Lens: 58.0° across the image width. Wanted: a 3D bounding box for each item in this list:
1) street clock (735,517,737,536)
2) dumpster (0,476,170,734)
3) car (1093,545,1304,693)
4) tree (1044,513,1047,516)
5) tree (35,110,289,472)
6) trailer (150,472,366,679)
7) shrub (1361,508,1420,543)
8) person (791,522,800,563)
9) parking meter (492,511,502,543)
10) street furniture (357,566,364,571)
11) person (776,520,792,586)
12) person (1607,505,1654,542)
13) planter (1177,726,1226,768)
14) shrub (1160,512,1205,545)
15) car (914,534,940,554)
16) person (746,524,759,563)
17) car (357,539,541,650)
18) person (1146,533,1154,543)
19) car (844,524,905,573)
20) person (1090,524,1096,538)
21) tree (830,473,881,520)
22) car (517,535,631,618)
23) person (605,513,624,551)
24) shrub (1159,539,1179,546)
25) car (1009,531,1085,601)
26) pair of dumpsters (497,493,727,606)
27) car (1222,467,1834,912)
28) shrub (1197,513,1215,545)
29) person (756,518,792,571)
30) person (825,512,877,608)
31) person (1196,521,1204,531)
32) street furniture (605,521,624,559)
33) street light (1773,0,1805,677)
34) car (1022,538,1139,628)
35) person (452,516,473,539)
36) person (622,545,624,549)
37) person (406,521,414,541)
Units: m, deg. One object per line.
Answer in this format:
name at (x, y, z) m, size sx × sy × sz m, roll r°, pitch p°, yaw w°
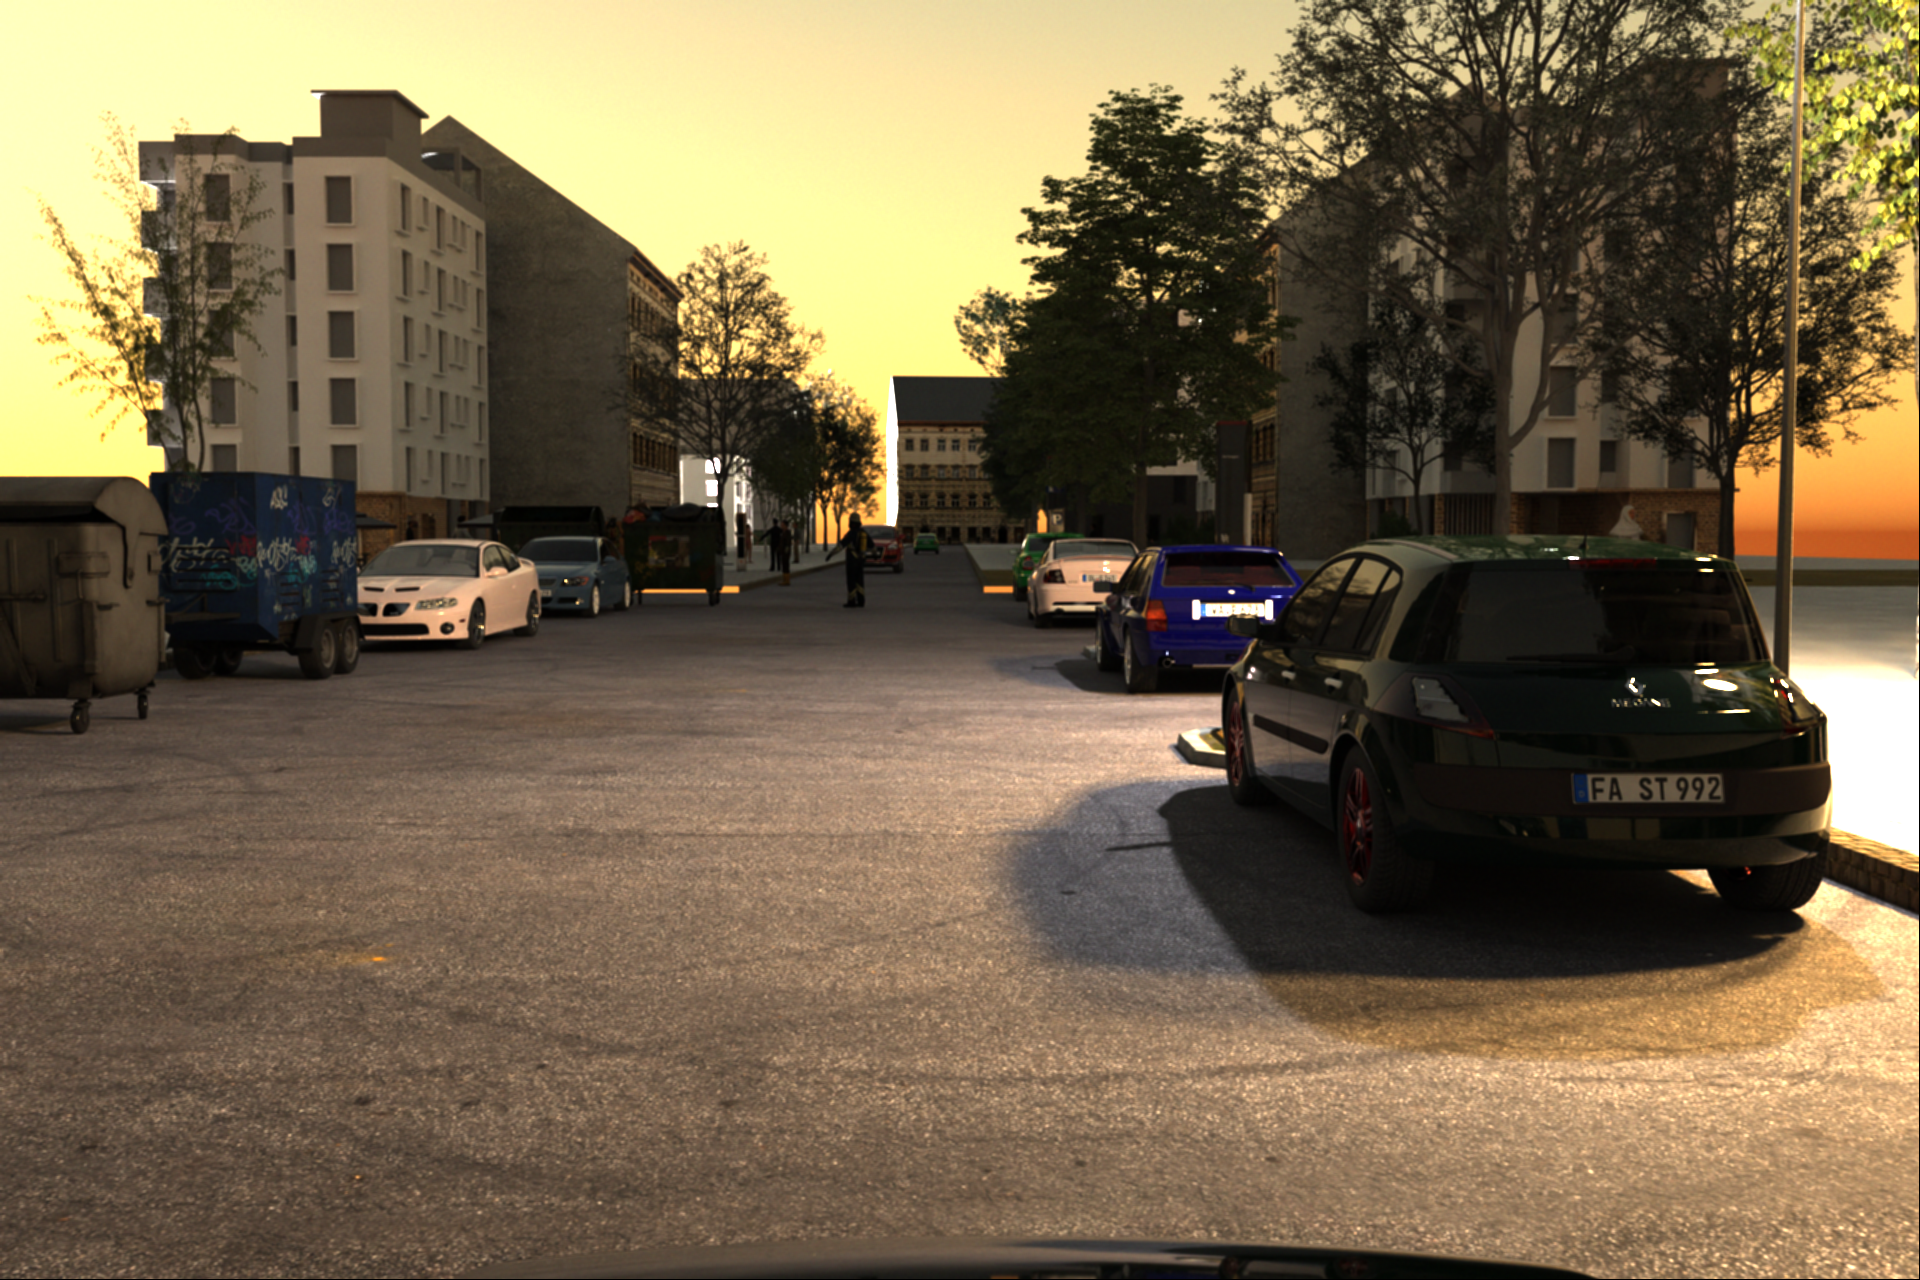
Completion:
street clock at (-7.675, -3.409, 60.303) m, size 0.358 × 2.002 × 0.471 m, roll 0°, pitch 4°, yaw 0°
dumpster at (-7.018, -0.283, 12.841) m, size 1.865 × 1.857 × 1.264 m, roll 0°, pitch 3°, yaw 0°
car at (2.327, -0.268, 16.960) m, size 1.945 × 1.354 × 3.894 m, roll 0°, pitch 4°, yaw -1°
tree at (13.362, -17.626, 238.548) m, size 4.737 × 8.622 × 4.395 m, roll 0°, pitch 3°, yaw 0°
tree at (-13.246, -4.882, 30.184) m, size 4.360 × 8.622 × 3.978 m, roll 0°, pitch 3°, yaw 0°
trailer at (-6.945, -0.588, 16.668) m, size 1.471 × 1.999 × 3.904 m, roll 0°, pitch 4°, yaw 0°
shrub at (12.131, -2.706, 48.657) m, size 1.690 × 2.028 × 1.600 m, roll 0°, pitch 3°, yaw 0°
person at (-7.264, -4.292, 76.448) m, size 0.705 × 1.796 × 1.348 m, roll -1°, pitch 4°, yaw -21°
parking meter at (-10.824, -2.152, 40.890) m, size 0.399 × 1.863 × 0.255 m, roll 0°, pitch 3°, yaw 0°
street furniture at (-16.937, -1.652, 42.639) m, size 5.734 × 0.657 × 10.072 m, roll -1°, pitch 4°, yaw -15°
person at (-4.886, -2.419, 48.153) m, size 0.704 × 1.812 × 1.346 m, roll -1°, pitch 4°, yaw -17°
person at (10.577, -1.254, 27.274) m, size 1.217 × 1.736 × 0.721 m, roll -1°, pitch 4°, yaw -20°
planter at (2.450, 0.605, 11.254) m, size 1.991 × 0.319 × 1.994 m, roll 0°, pitch 4°, yaw 1°
shrub at (7.131, -3.150, 55.927) m, size 1.690 × 2.028 × 1.600 m, roll 0°, pitch 3°, yaw 0°
car at (-2.392, -7.060, 124.233) m, size 1.959 × 1.807 × 4.718 m, roll 0°, pitch 4°, yaw 0°
person at (-9.359, -4.292, 76.971) m, size 1.217 × 1.733 × 0.721 m, roll 2°, pitch 4°, yaw 35°
car at (-6.884, -0.647, 22.935) m, size 2.083 × 1.381 × 4.827 m, roll 0°, pitch 3°, yaw 0°
person at (7.997, -4.223, 75.229) m, size 0.705 × 1.806 × 1.347 m, roll -1°, pitch 4°, yaw -21°
car at (-3.163, -3.427, 64.712) m, size 2.281 × 1.827 × 5.304 m, roll 0°, pitch 4°, yaw 0°
person at (5.993, -4.428, 79.116) m, size 0.721 × 1.740 × 1.216 m, roll 0°, pitch 4°, yaw 5°
tree at (-14.362, -18.602, 238.554) m, size 7.601 × 10.594 × 8.767 m, roll 0°, pitch 4°, yaw -2°
car at (-7.075, -1.168, 31.102) m, size 2.014 × 1.417 × 4.499 m, roll 0°, pitch 4°, yaw 0°
person at (-9.414, -2.519, 46.961) m, size 1.354 × 1.858 × 0.705 m, roll -3°, pitch 4°, yaw -36°
shrub at (5.267, -2.002, 43.842) m, size 1.383 × 1.207 × 1.383 m, roll 0°, pitch 3°, yaw 0°
car at (2.076, -1.802, 38.256) m, size 1.959 × 1.807 × 4.718 m, roll 0°, pitch 4°, yaw 0°
pair of dumpsters at (-6.957, -1.821, 34.730) m, size 4.436 × 2.255 × 1.574 m, roll 0°, pitch 3°, yaw 0°
car at (2.320, 0.112, 7.962) m, size 2.009 × 1.686 × 4.222 m, roll 0°, pitch 4°, yaw -1°
shrub at (9.064, -3.506, 61.746) m, size 1.690 × 2.028 × 1.600 m, roll 0°, pitch 3°, yaw 0°
person at (-6.418, -3.316, 60.157) m, size 1.347 × 1.837 × 0.705 m, roll -2°, pitch 4°, yaw -28°
person at (-2.067, -1.569, 33.894) m, size 0.705 × 1.856 × 1.354 m, roll 3°, pitch 5°, yaw 43°
person at (9.262, -3.681, 66.306) m, size 1.348 × 1.813 × 0.705 m, roll 1°, pitch 4°, yaw 18°
street furniture at (-14.272, -3.260, 60.151) m, size 9.812 × 1.723 × 11.010 m, roll 0°, pitch 4°, yaw 7°
street light at (6.146, -2.392, 11.653) m, size 1.470 × 5.913 × 1.316 m, roll 0°, pitch 3°, yaw 0°
car at (2.056, -0.937, 27.682) m, size 2.083 × 1.381 × 4.827 m, roll 0°, pitch 4°, yaw 0°
person at (-14.157, -2.641, 49.369) m, size 0.705 × 1.806 × 1.347 m, roll -3°, pitch 5°, yaw -45°
person at (-8.153, -2.375, 44.965) m, size 1.347 × 1.817 × 0.704 m, roll 2°, pitch 4°, yaw 24°
person at (-22.591, -3.979, 71.278) m, size 0.704 × 1.802 × 1.346 m, roll -1°, pitch 4°, yaw -22°
